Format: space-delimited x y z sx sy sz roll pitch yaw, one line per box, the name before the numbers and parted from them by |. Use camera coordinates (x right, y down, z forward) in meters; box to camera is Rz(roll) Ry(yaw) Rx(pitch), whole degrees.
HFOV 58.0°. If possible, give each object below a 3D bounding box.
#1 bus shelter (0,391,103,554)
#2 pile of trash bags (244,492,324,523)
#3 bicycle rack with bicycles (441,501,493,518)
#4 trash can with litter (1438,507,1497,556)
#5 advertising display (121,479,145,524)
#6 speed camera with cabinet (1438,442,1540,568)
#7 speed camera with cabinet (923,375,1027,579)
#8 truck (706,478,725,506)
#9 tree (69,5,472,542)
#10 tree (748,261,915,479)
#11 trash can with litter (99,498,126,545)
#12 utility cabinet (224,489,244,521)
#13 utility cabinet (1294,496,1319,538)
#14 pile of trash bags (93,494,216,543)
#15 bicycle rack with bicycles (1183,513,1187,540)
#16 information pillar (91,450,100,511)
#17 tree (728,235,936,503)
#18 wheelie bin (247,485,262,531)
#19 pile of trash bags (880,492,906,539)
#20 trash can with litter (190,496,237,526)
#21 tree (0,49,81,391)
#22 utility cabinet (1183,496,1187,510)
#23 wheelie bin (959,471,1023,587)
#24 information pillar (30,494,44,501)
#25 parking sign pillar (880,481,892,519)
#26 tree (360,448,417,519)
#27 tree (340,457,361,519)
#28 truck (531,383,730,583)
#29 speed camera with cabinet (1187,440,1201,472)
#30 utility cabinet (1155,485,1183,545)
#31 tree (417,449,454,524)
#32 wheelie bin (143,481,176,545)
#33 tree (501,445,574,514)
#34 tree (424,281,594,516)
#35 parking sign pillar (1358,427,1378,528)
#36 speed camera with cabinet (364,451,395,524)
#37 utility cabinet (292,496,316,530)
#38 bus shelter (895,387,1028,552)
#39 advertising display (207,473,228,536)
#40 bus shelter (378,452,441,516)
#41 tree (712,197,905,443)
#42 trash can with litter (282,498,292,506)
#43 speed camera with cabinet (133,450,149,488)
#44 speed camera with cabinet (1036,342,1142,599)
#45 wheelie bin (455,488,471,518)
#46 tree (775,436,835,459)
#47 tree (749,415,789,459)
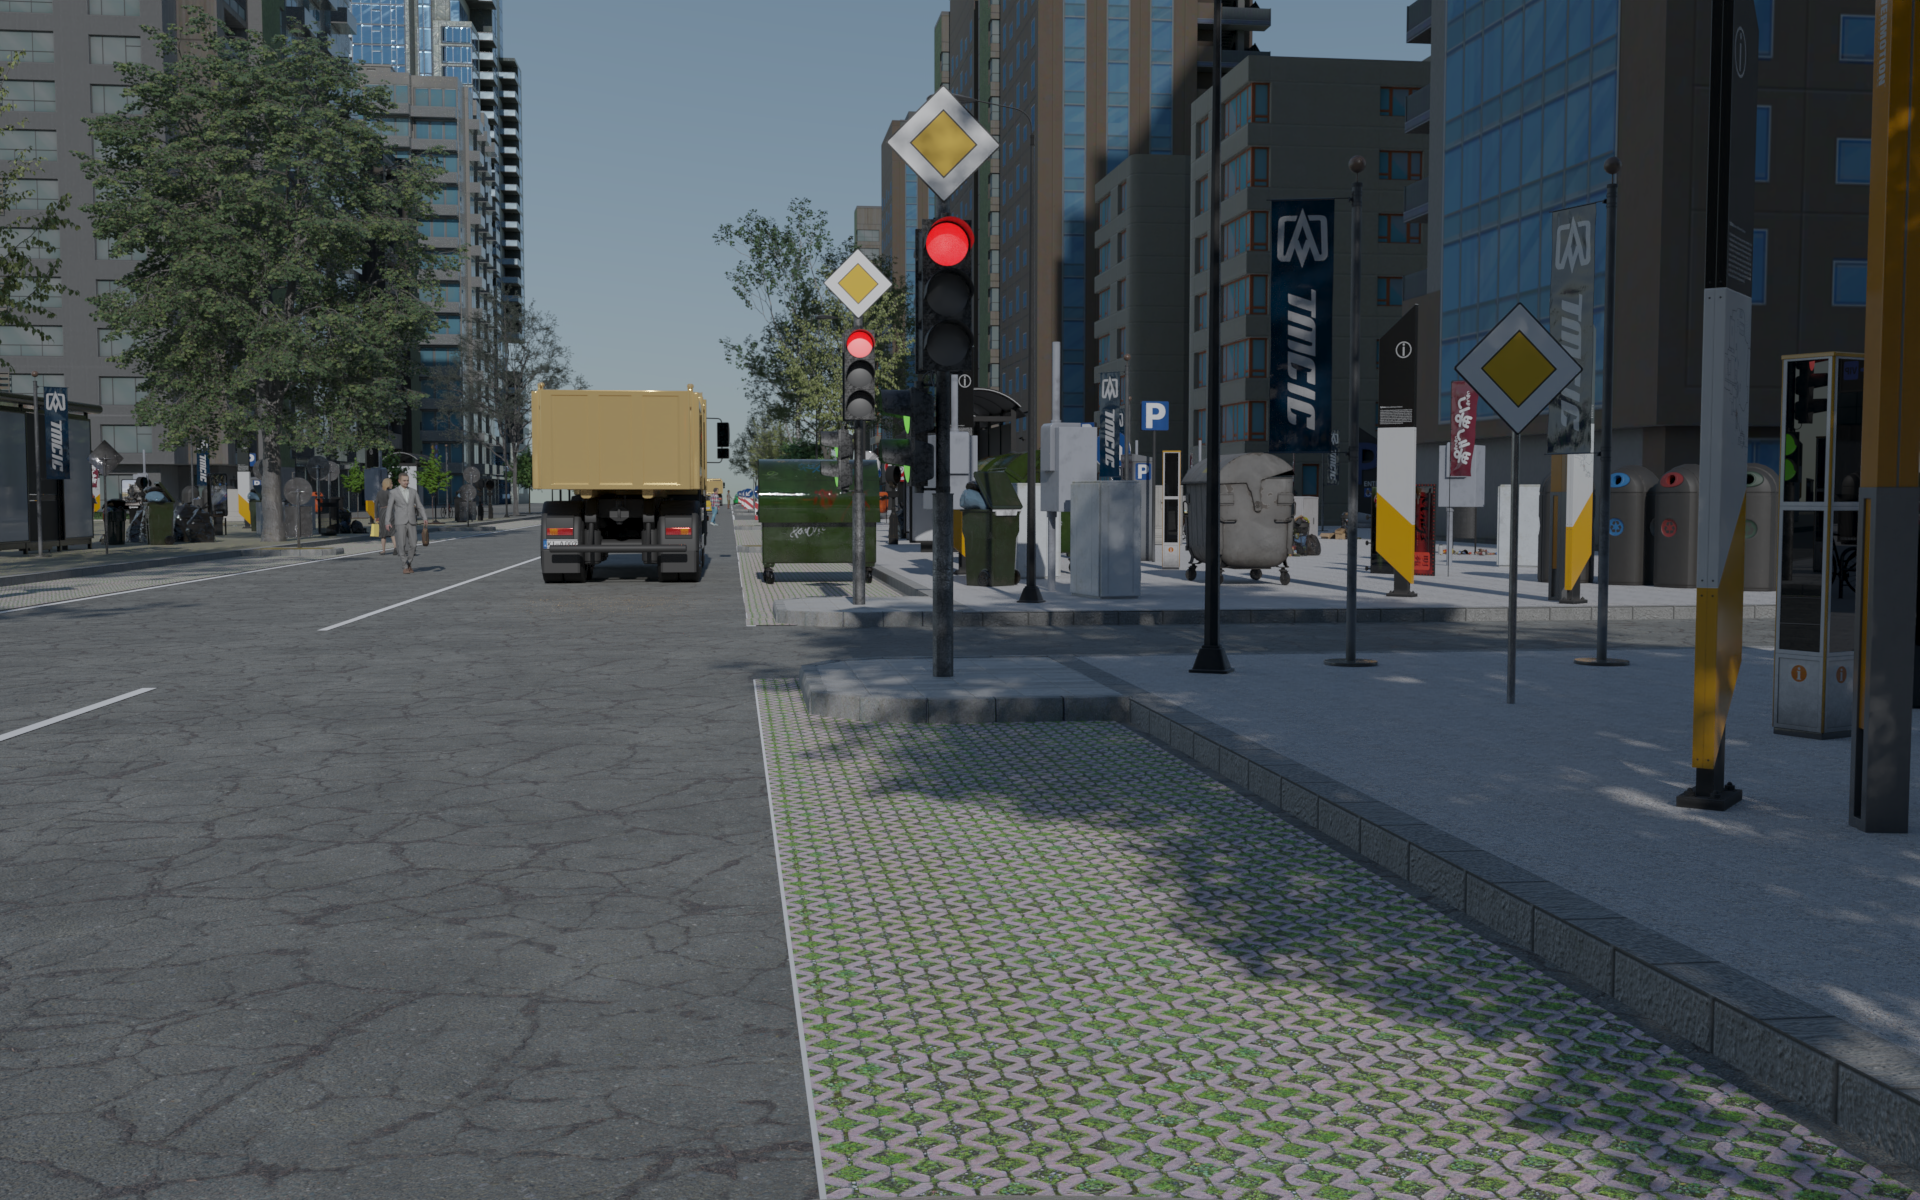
bus shelter | -20.551 -3.576 36.098 2.179 5.291 8.768 0 4 -8
pile of trash bags | -30.408 -4.189 78.246 1.912 1.369 3.447 3 5 42
bicycle rack with bicycles | -25.924 -4.778 91.505 2.852 0.926 2.925 -2 4 -32
trash can with litter | 10.955 -1.553 36.453 2.233 1.210 1.678 3 4 36
advertising display | -35.643 -4.249 74.693 0.974 1.923 0.123 0 4 0
speed camera with cabinet | 9.567 -2.222 30.659 2.038 3.252 0.660 2 4 34
speed camera with cabinet | 0.488 -1.942 26.092 2.038 3.252 0.660 -1 4 -22
truck | -30.601 -13.298 213.353 3.469 3.379 9.791 -1 4 -9
tree | -18.466 -8.553 46.492 9.857 13.997 8.962 0 3 0
tree | -3.505 -6.328 53.829 4.737 8.622 4.395 0 3 0
trash can with litter | -21.505 -1.981 43.780 0.624 1.170 1.055 -3 5 -45
utility cabinet | -33.429 -4.370 80.124 1.173 1.500 0.318 -1 4 -14
utility cabinet | 9.372 -2.184 46.871 0.306 1.237 1.020 2 4 34
pile of trash bags | -21.605 -2.206 45.814 3.447 1.369 1.912 -2 4 -29
bicycle rack with bicycles | 5.760 -2.102 47.748 2.852 0.926 2.925 -1 4 -22
information pillar | -44.152 -5.932 88.337 0.183 3.616 0.504 3 5 39
tree | -4.218 -7.887 63.371 8.767 10.594 7.601 1 4 14
wheelie bin | -24.092 -3.165 59.658 0.693 1.594 0.980 2 4 26
pile of trash bags | -0.279 -2.476 50.241 3.447 1.369 1.912 -2 4 -31
trash can with litter | -29.843 -3.515 68.523 2.233 1.210 1.678 0 4 -1
tree | -16.036 -4.684 26.947 4.737 8.622 4.395 0 3 0
utility cabinet | 7.845 -2.989 60.033 0.306 1.237 1.020 2 4 30
wheelie bin | 0.400 -0.998 24.218 0.980 1.594 0.693 -3 5 -45
information pillar | -34.885 -4.528 65.384 0.504 3.616 0.183 -1 4 -16
parking sign pillar | -3.505 -6.148 88.990 1.447 3.967 1.447 0 4 5
tree | -21.692 -4.348 65.694 1.663 3.219 1.824 0 3 0
tree | -31.651 -5.871 90.593 1.663 3.219 1.824 0 3 0
truck | -5.939 -2.179 31.548 3.469 3.379 9.791 0 4 -7
speed camera with cabinet | 9.491 -4.280 64.320 2.038 3.252 0.660 -1 4 -12
utility cabinet | 4.994 -2.132 43.534 1.173 1.500 0.318 1 4 14
tree | -22.456 -4.864 74.134 1.663 3.219 1.824 0 3 0
wheelie bin | -20.184 -2.185 43.637 0.693 1.594 0.980 -3 4 -36
tree | -28.175 -7.941 113.556 4.285 4.588 4.351 0 3 0
tree | -26.086 -11.645 100.767 12.009 13.543 11.850 0 3 0
parking sign pillar | 15.473 -4.707 65.434 1.447 3.967 1.447 1 4 18
speed camera with cabinet | -20.431 -4.111 61.558 0.660 3.252 2.038 1 4 8
utility cabinet | -23.500 -3.111 62.019 0.306 1.237 1.020 1 4 14
bus shelter | -0.005 -2.549 35.593 2.014 3.302 5.546 0 4 -8
advertising display | -22.986 -2.961 53.629 0.123 1.923 0.974 0 4 7
bus shelter | -27.300 -5.639 86.118 2.014 3.302 5.546 0 4 -7
tree | -9.256 -15.466 108.755 12.611 20.169 13.585 0 3 0
trash can with litter | -24.394 -3.091 61.921 1.055 1.170 0.624 0 4 -8
speed camera with cabinet | -36.693 -5.095 77.641 0.660 3.252 2.038 -1 4 -21
speed camera with cabinet | 1.646 -1.693 22.019 0.660 3.252 2.038 -1 4 -19
wheelie bin | -24.164 -4.665 84.187 0.693 1.594 0.980 -3 4 -38
tree | -7.848 -6.420 88.682 4.285 4.588 4.351 0 3 0
tree | -16.919 -12.591 156.229 4.360 8.622 3.978 0 3 0
